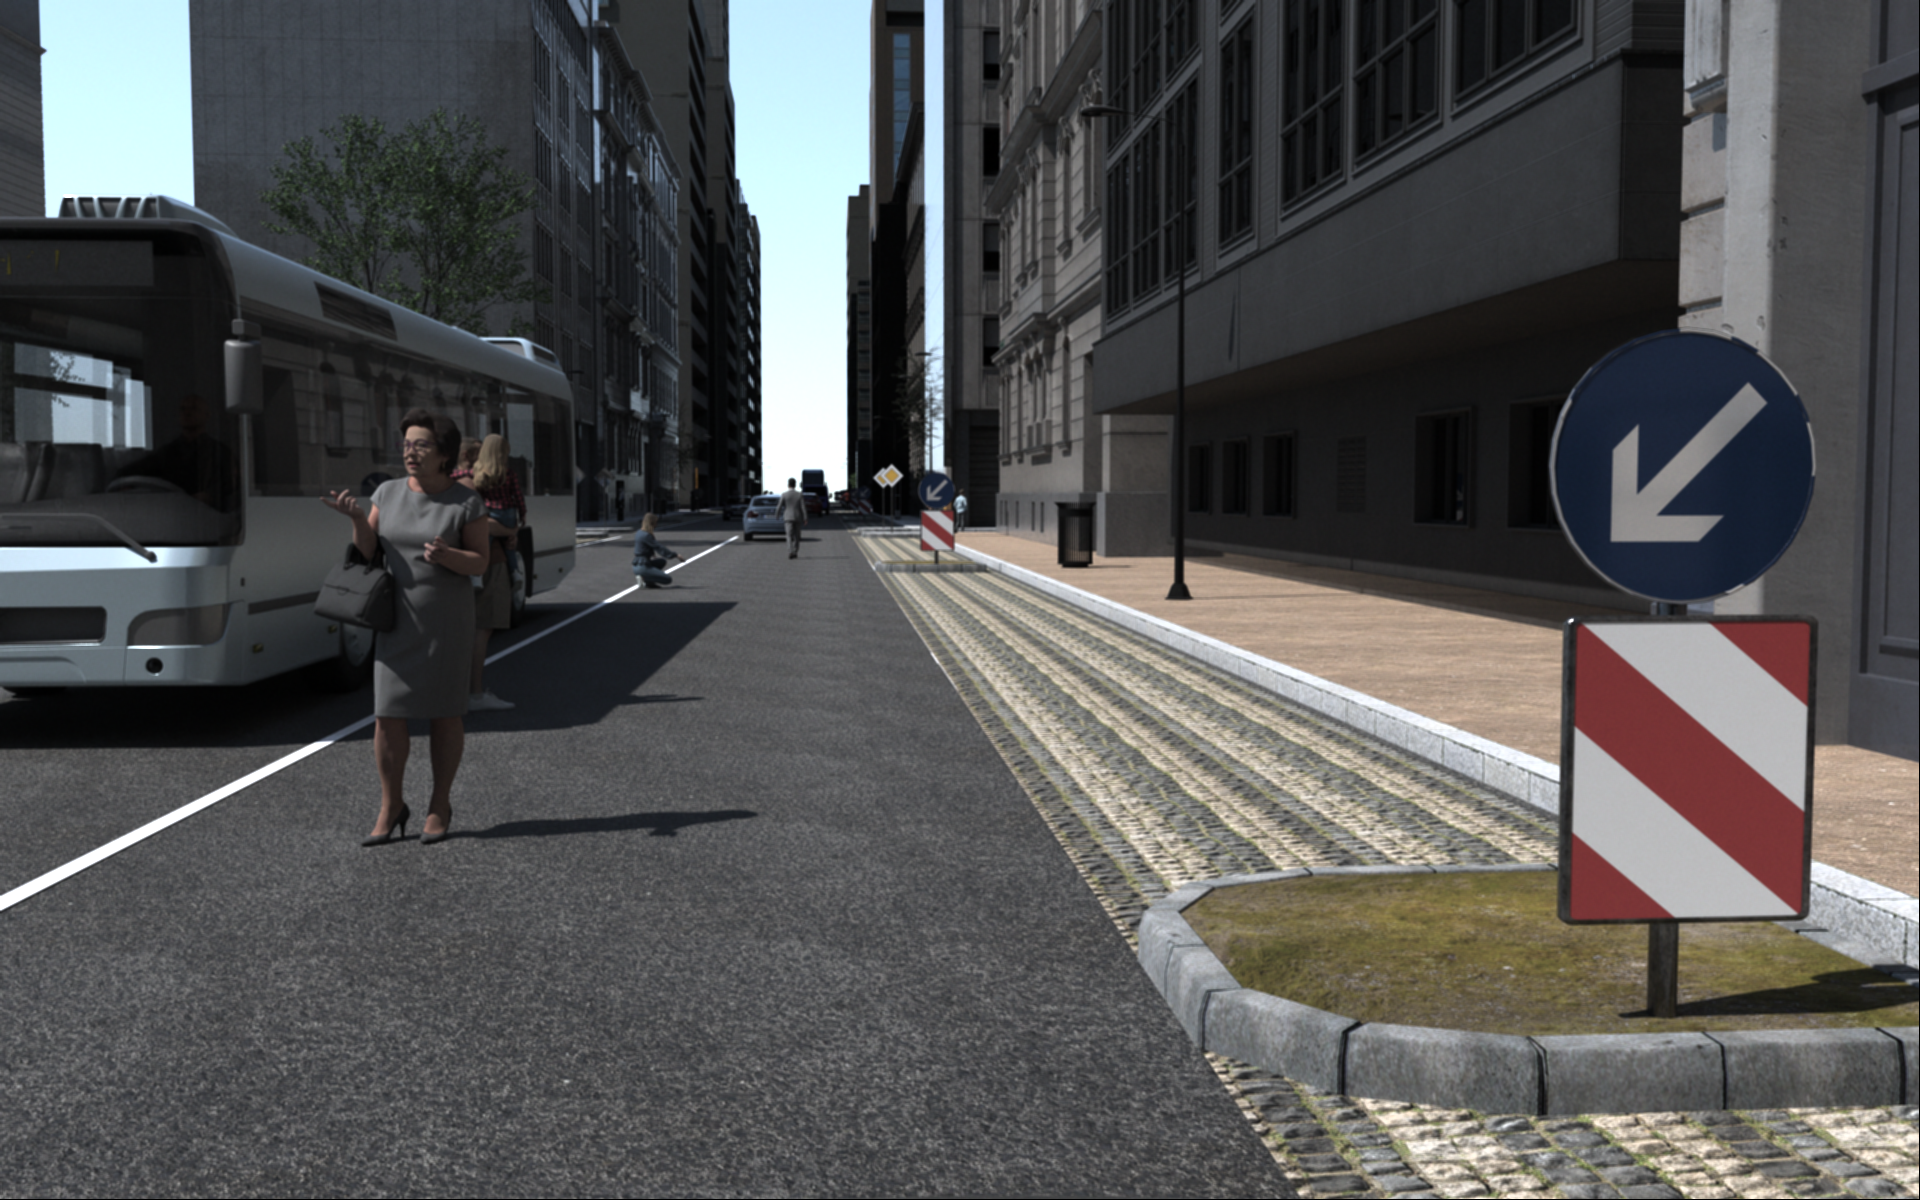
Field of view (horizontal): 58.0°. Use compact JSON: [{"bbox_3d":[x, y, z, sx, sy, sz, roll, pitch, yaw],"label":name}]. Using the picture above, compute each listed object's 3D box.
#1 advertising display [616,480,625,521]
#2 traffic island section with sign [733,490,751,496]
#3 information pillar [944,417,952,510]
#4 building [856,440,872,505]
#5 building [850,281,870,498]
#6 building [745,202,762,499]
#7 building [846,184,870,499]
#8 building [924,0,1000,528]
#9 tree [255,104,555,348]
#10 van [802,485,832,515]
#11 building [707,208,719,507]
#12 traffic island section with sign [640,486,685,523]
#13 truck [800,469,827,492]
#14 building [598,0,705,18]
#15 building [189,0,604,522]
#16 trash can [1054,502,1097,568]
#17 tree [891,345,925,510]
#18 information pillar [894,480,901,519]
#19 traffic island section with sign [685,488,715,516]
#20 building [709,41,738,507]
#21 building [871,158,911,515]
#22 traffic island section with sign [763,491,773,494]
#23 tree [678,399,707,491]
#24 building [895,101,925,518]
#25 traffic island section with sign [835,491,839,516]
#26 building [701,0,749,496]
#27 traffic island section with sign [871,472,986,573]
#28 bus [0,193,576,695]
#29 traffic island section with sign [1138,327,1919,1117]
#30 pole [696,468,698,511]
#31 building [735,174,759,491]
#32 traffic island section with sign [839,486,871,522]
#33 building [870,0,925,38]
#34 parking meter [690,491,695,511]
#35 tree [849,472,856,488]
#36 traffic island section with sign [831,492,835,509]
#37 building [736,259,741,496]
[{"bbox_3d":[-16.013,-4.675,81.642,0.123,1.923,0.974,0,4,5],"label":"advertising display"},{"bbox_3d":[-21.088,-9.494,163.858,1.989,1.847,2.006,0,4,-5],"label":"traffic island section with sign"},{"bbox_3d":[-0.381,-3.748,52.638,0.183,3.616,0.504,1,4,20],"label":"information pillar"},{"bbox_3d":[-0.584,-54.187,198.625,22.319,86.520,31.000,0,4,-5],"label":"building"},{"bbox_3d":[-8.716,-29.207,249.234,14.160,30.474,14.107,0,4,-5],"label":"building"},{"bbox_3d":[-43.516,-40.313,282.819,21.300,48.544,21.600,0,4,-5],"label":"building"},{"bbox_3d":[-6.620,-39.330,266.747,21.300,48.544,21.600,0,4,-5],"label":"building"},{"bbox_3d":[8.822,-15.493,71.329,19.932,24.808,12.078,0,4,-5],"label":"building"},{"bbox_3d":[-14.978,-7.428,47.202,9.928,11.665,9.643,0,3,0],"label":"tree"},{"bbox_3d":[-10.056,-7.119,120.780,2.240,2.365,5.245,0,4,-4],"label":"van"},{"bbox_3d":[-30.900,-24.203,167.420,14.160,30.474,14.107,0,4,-5],"label":"building"},{"bbox_3d":[-15.012,-4.793,87.000,1.989,1.847,2.006,0,4,-5],"label":"traffic island section with sign"},{"bbox_3d":[-15.695,-11.850,183.509,2.967,4.110,18.799,0,4,-4],"label":"truck"},{"bbox_3d":[-33.131,-32.102,148.569,21.300,48.544,21.600,0,4,-5],"label":"building"},{"bbox_3d":[-22.426,-15.582,72.788,12.078,24.808,19.932,0,4,-5],"label":"building"},{"bbox_3d":[2.015,-1.138,30.265,0.748,1.137,0.748,0,3,0],"label":"trash can"},{"bbox_3d":[-1.419,-7.992,81.035,4.360,8.622,3.978,0,3,0],"label":"tree"},{"bbox_3d":[-3.157,-5.077,87.502,0.304,2.012,0.304,0,4,-7],"label":"information pillar"},{"bbox_3d":[-17.157,-6.453,114.132,1.989,1.847,2.006,0,4,-5],"label":"traffic island section with sign"},{"bbox_3d":[-35.072,-34.300,184.501,21.300,48.544,21.600,0,4,-5],"label":"building"},{"bbox_3d":[0.694,-17.255,111.791,12.332,23.373,15.834,0,4,-5],"label":"building"},{"bbox_3d":[-29.696,-16.170,273.009,1.989,1.847,2.006,0,4,-5],"label":"traffic island section with sign"},{"bbox_3d":[-21.563,-11.086,131.623,4.360,8.622,3.978,0,3,0],"label":"tree"},{"bbox_3d":[2.431,-16.216,94.016,11.050,23.489,19.941,0,4,-5],"label":"building"},{"bbox_3d":[-7.104,-6.493,114.783,1.989,1.847,2.006,0,4,-5],"label":"traffic island section with sign"},{"bbox_3d":[-38.860,-48.478,230.870,20.563,71.187,20.611,0,4,-5],"label":"building"},{"bbox_3d":[-0.586,-1.446,32.271,1.989,1.847,2.006,0,4,-5],"label":"traffic island section with sign"},{"bbox_3d":[-5.745,-1.246,15.225,2.948,3.499,13.247,0,4,-3],"label":"bus"},{"bbox_3d":[1.571,0.226,4.926,1.989,1.847,2.006,0,4,-5],"label":"traffic island section with sign"},{"bbox_3d":[-20.373,-8.584,134.198,0.158,3.312,0.155,0,3,0],"label":"pole"},{"bbox_3d":[-42.160,-38.975,256.851,23.786,49.044,30.456,0,4,-5],"label":"building"},{"bbox_3d":[-4.984,-4.849,87.911,1.989,1.847,2.006,0,4,-5],"label":"traffic island section with sign"},{"bbox_3d":[-1.070,-31.369,162.999,14.600,45.320,14.200,0,4,-5],"label":"building"},{"bbox_3d":[-20.052,-7.438,130.018,0.372,1.533,0.369,0,3,0],"label":"parking meter"},{"bbox_3d":[-12.756,-14.656,223.339,4.285,4.588,4.351,0,3,0],"label":"tree"},{"bbox_3d":[-11.062,-9.560,164.929,1.989,1.847,2.006,0,4,-5],"label":"traffic island section with sign"},{"bbox_3d":[-33.279,-26.412,203.542,14.160,30.474,14.107,0,4,-5],"label":"building"}]
